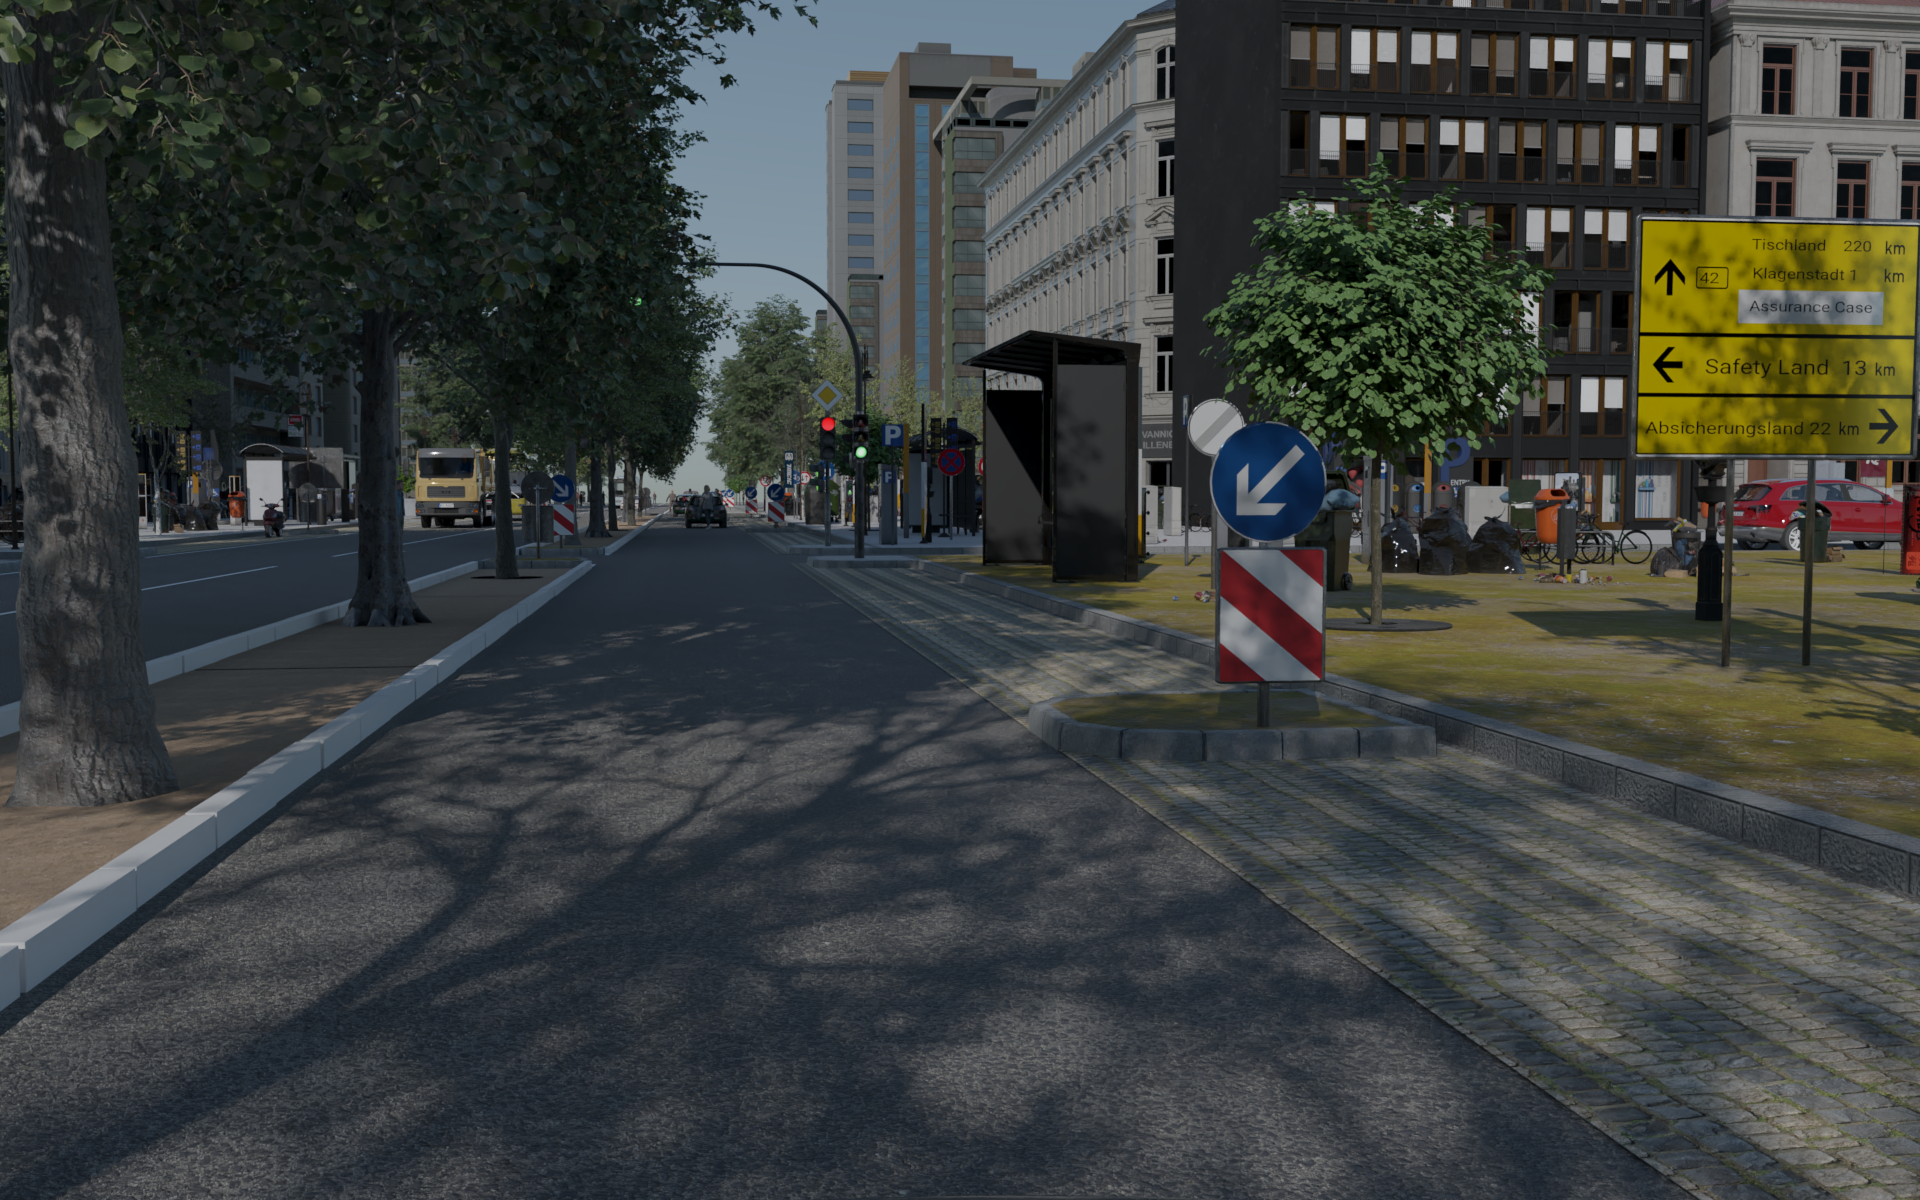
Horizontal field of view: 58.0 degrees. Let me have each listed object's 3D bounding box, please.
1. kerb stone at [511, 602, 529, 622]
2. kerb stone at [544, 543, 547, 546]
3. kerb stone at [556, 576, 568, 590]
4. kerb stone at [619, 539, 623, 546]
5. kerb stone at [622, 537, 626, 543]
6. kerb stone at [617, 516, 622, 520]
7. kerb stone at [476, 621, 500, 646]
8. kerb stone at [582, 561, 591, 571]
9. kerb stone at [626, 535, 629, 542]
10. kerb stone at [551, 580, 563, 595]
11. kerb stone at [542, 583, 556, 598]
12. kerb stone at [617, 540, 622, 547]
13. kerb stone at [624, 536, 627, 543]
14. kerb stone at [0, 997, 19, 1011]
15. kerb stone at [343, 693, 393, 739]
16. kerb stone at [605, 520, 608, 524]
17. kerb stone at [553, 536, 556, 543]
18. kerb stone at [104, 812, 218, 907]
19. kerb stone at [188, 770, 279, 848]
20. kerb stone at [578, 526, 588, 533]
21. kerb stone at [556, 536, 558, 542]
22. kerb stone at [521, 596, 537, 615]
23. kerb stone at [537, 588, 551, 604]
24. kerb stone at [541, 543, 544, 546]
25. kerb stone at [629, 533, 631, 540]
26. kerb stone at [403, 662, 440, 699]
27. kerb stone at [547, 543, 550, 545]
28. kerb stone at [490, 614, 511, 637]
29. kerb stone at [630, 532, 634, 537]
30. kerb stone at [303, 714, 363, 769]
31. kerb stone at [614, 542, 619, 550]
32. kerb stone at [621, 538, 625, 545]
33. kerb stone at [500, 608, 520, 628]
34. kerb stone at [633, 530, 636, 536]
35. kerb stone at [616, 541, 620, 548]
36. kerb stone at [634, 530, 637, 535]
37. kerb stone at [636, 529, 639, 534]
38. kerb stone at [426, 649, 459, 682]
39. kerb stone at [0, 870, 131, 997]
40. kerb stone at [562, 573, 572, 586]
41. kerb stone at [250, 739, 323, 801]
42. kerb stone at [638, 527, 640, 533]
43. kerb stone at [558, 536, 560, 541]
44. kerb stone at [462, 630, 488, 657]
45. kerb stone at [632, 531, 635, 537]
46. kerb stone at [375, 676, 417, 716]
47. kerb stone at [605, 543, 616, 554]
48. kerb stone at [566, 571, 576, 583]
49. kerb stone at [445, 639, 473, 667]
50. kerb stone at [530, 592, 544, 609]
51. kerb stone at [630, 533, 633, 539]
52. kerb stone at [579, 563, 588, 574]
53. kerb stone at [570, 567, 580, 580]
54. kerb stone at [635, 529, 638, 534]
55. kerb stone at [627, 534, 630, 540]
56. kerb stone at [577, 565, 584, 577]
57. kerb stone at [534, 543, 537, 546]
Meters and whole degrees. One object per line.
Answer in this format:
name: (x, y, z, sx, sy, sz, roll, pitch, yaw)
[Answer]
kerb stone: (-5.028, 0.159, 19.662, 0.120, 0.150, 1.000, -1, 4, -9)
kerb stone: (-11.423, -1.528, 47.180, 0.120, 0.150, 1.000, -1, 4, -9)
kerb stone: (-5.968, -0.217, 25.736, 0.120, 0.150, 1.000, -1, 4, -9)
kerb stone: (-9.207, -1.491, 46.567, 0.120, 0.150, 1.000, -1, 4, -9)
kerb stone: (-9.517, -1.615, 48.593, 0.120, 0.150, 1.000, -1, 4, -9)
kerb stone: (-19.758, -4.812, 100.889, 0.120, 0.150, 1.000, -1, 4, -9)
kerb stone: (-4.552, 0.341, 16.621, 0.120, 0.150, 1.000, -1, 4, -9)
kerb stone: (-6.917, -0.584, 31.807, 0.120, 0.150, 1.000, -1, 4, -9)
kerb stone: (-9.825, -1.737, 50.617, 0.120, 0.150, 1.000, -1, 4, -9)
kerb stone: (-5.806, -0.155, 24.725, 0.120, 0.150, 1.000, -1, 4, -9)
kerb stone: (-5.662, -0.093, 23.713, 0.120, 0.150, 1.000, -1, 4, -9)
kerb stone: (-9.041, -1.428, 45.557, 0.120, 0.150, 1.000, -1, 4, -9)
kerb stone: (-9.680, -1.673, 49.602, 0.120, 0.150, 1.000, -1, 4, -9)
kerb stone: (-2.663, 1.088, 4.432, 0.120, 0.150, 1.000, -1, 4, -9)
kerb stone: (-3.608, 0.716, 10.524, 0.120, 0.150, 1.000, -1, 4, -9)
kerb stone: (-17.560, -3.945, 86.699, 0.120, 0.150, 1.000, -1, 4, -9)
kerb stone: (-11.890, -1.709, 50.213, 0.120, 0.150, 1.000, -1, 4, -9)
kerb stone: (-2.980, 0.968, 6.470, 0.120, 0.150, 1.000, -1, 4, -9)
kerb stone: (-3.136, 0.903, 7.481, 0.120, 0.150, 1.000, -1, 4, -9)
kerb stone: (-14.257, -2.644, 65.430, 0.120, 0.150, 1.000, -1, 4, -9)
kerb stone: (-12.053, -1.776, 51.233, 0.120, 0.150, 1.000, -1, 4, -9)
kerb stone: (-5.181, 0.093, 20.675, 0.120, 0.150, 1.000, -1, 4, -9)
kerb stone: (-5.500, -0.024, 22.699, 0.120, 0.150, 1.000, -1, 4, -9)
kerb stone: (-11.267, -1.466, 46.168, 0.120, 0.150, 1.000, -1, 4, -9)
kerb stone: (-10.145, -1.861, 52.647, 0.120, 0.150, 1.000, -1, 4, -9)
kerb stone: (-3.925, 0.590, 12.551, 0.120, 0.150, 1.000, -1, 4, -9)
kerb stone: (-11.583, -1.588, 48.189, 0.120, 0.150, 1.000, -1, 4, -9)
kerb stone: (-4.713, 0.279, 17.635, 0.120, 0.150, 1.000, -1, 4, -9)
kerb stone: (-10.460, -1.983, 54.671, 0.120, 0.150, 1.000, -1, 4, -9)
kerb stone: (-3.449, 0.776, 9.507, 0.120, 0.150, 1.000, -1, 4, -9)
kerb stone: (-8.727, -1.305, 43.537, 0.120, 0.150, 1.000, -1, 4, -9)
kerb stone: (-9.359, -1.552, 47.578, 0.120, 0.150, 1.000, -1, 4, -9)
kerb stone: (-4.881, 0.217, 18.647, 0.120, 0.150, 1.000, -1, 4, -9)
kerb stone: (-10.771, -2.110, 56.691, 0.120, 0.150, 1.000, -1, 4, -9)
kerb stone: (-8.889, -1.367, 44.546, 0.120, 0.150, 1.000, -1, 4, -9)
kerb stone: (-10.933, -2.172, 57.700, 0.120, 0.150, 1.000, -1, 4, -9)
kerb stone: (-11.237, -2.295, 59.721, 0.120, 0.150, 1.000, -1, 4, -9)
kerb stone: (-4.076, 0.528, 13.567, 0.120, 0.150, 1.000, -1, 4, -9)
kerb stone: (-2.818, 1.027, 5.455, 0.120, 0.150, 1.000, -1, 4, -9)
kerb stone: (-6.126, -0.278, 26.746, 0.120, 0.150, 1.000, -1, 4, -9)
kerb stone: (-3.303, 0.838, 8.490, 0.120, 0.150, 1.000, -1, 4, -9)
kerb stone: (-11.558, -2.419, 61.740, 0.120, 0.150, 1.000, -1, 4, -9)
kerb stone: (-12.210, -1.833, 52.246, 0.120, 0.150, 1.000, -1, 4, -9)
kerb stone: (-4.400, 0.406, 15.601, 0.120, 0.150, 1.000, -1, 4, -9)
kerb stone: (-10.614, -2.048, 55.681, 0.120, 0.150, 1.000, -1, 4, -9)
kerb stone: (-3.772, 0.654, 11.533, 0.120, 0.150, 1.000, -1, 4, -9)
kerb stone: (-8.581, -1.243, 42.525, 0.120, 0.150, 1.000, -1, 4, -9)
kerb stone: (-6.287, -0.332, 27.756, 0.120, 0.150, 1.000, -1, 4, -9)
kerb stone: (-4.244, 0.466, 14.581, 0.120, 0.150, 1.000, -1, 4, -9)
kerb stone: (-5.339, 0.031, 21.687, 0.120, 0.150, 1.000, -1, 4, -9)
kerb stone: (-10.296, -1.920, 53.659, 0.120, 0.150, 1.000, -1, 4, -9)
kerb stone: (-6.749, -0.526, 30.799, 0.120, 0.150, 1.000, -1, 4, -9)
kerb stone: (-6.444, -0.402, 28.766, 0.120, 0.150, 1.000, -1, 4, -9)
kerb stone: (-11.085, -2.233, 58.711, 0.120, 0.150, 1.000, -1, 4, -9)
kerb stone: (-9.991, -1.801, 51.635, 0.120, 0.150, 1.000, -1, 4, -9)
kerb stone: (-6.596, -0.464, 29.784, 0.120, 0.150, 1.000, -1, 4, -9)
kerb stone: (-10.947, -1.340, 44.147, 0.120, 0.150, 1.000, -1, 4, -9)
